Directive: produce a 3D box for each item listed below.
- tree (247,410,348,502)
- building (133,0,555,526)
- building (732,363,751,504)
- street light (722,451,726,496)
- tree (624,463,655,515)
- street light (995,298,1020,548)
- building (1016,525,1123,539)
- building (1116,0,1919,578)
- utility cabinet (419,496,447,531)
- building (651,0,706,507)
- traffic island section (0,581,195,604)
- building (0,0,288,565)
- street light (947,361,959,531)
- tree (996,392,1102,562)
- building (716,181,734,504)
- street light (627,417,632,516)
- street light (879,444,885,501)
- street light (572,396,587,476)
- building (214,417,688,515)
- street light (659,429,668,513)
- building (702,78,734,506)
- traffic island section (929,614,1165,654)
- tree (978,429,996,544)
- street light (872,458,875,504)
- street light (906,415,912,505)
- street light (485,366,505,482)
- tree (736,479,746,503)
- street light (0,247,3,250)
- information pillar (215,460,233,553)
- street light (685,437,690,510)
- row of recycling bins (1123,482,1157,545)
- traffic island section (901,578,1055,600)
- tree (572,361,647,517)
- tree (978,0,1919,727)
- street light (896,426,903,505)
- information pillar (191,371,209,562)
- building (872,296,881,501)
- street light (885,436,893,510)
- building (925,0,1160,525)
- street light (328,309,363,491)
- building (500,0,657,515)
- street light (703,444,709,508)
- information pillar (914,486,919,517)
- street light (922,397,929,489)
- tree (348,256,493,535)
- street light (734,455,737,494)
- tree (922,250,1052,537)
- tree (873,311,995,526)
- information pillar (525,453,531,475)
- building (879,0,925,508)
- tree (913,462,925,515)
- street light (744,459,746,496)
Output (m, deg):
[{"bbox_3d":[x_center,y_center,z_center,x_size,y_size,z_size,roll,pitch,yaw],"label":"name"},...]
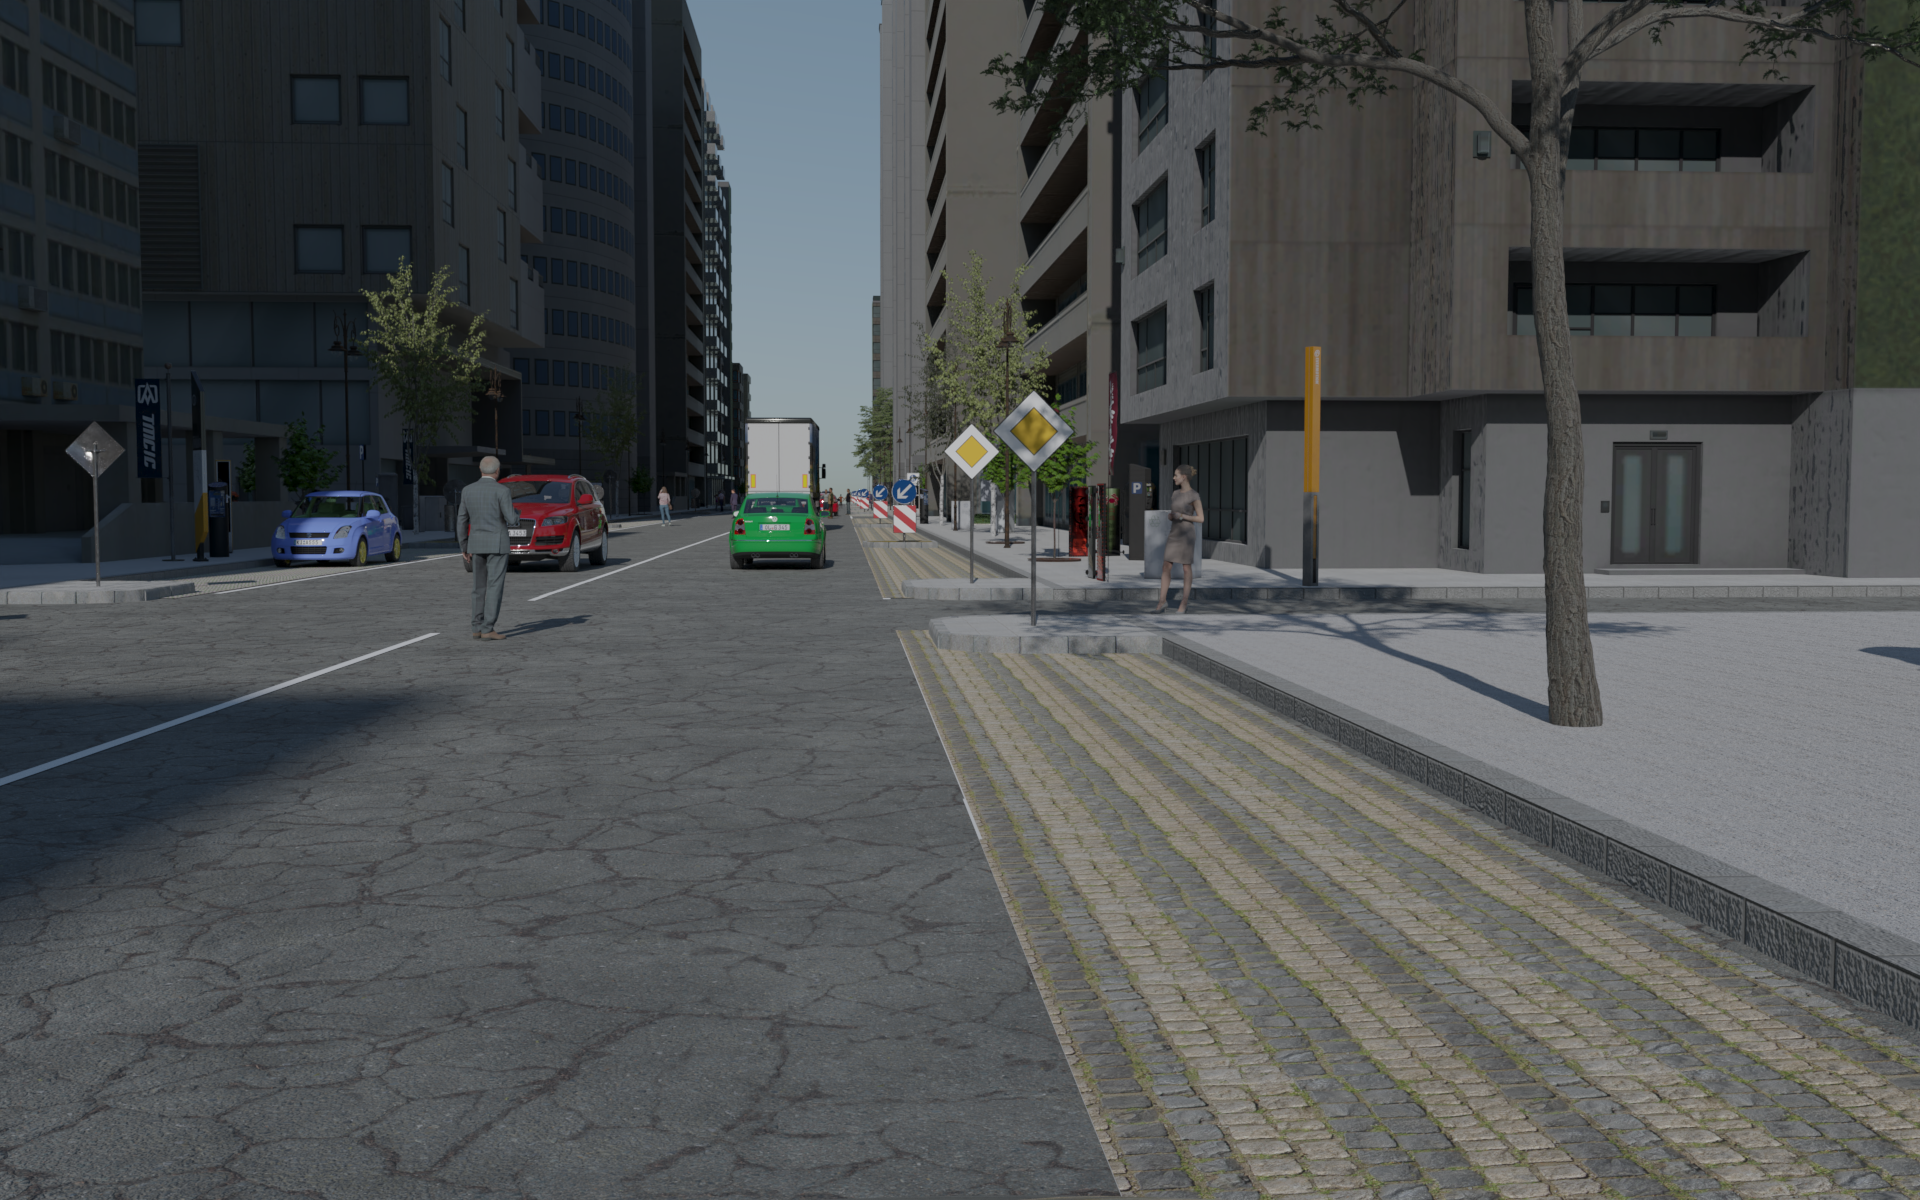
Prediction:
[{"bbox_3d":[-15.112,-2.764,39.794,1.663,3.219,1.824,0,3,0],"label":"tree"},{"bbox_3d":[-33.573,-29.692,74.697,28.713,52.752,27.495,0,4,-4],"label":"building"},{"bbox_3d":[-43.739,-24.244,241.421,27.650,21.520,28.899,0,4,-4],"label":"building"},{"bbox_3d":[-24.934,-12.877,183.325,0.468,5.910,1.993,0,4,-4],"label":"street light"},{"bbox_3d":[-19.881,-6.948,108.208,1.663,3.219,1.824,0,3,0],"label":"tree"},{"bbox_3d":[1.120,-4.172,41.007,0.468,5.910,1.993,0,4,-4],"label":"street light"},{"bbox_3d":[13.610,-26.617,58.883,21.300,48.544,21.600,0,4,-4],"label":"building"},{"bbox_3d":[10.968,-15.941,32.340,14.107,30.474,14.160,0,4,-4],"label":"building"},{"bbox_3d":[-18.320,-3.004,60.277,0.306,1.237,1.020,2,4,29],"label":"utility cabinet"},{"bbox_3d":[-35.387,-32.851,160.820,21.300,48.544,21.600,0,4,-4],"label":"building"},{"bbox_3d":[-11.974,-0.107,24.026,2.009,0.180,2.903,0,4,-4],"label":"traffic island section"},{"bbox_3d":[-32.665,-21.092,36.741,32.217,40.220,23.993,0,4,-4],"label":"building"},{"bbox_3d":[-0.162,-5.349,60.252,0.468,5.910,1.993,0,4,-4],"label":"street light"},{"bbox_3d":[1.932,-2.348,32.989,1.663,3.219,1.824,0,3,0],"label":"tree"},{"bbox_3d":[-36.361,-32.797,219.821,14.154,41.232,14.086,0,4,-4],"label":"building"},{"bbox_3d":[-19.240,-7.822,100.679,0.468,5.910,1.993,0,4,-4],"label":"street light"},{"bbox_3d":[-6.793,-11.240,156.565,0.468,5.910,1.993,0,4,-4],"label":"street light"},{"bbox_3d":[-17.932,-6.665,81.763,0.468,5.910,1.993,0,4,-4],"label":"street light"},{"bbox_3d":[-38.534,-27.257,137.534,32.217,40.220,23.993,0,4,-4],"label":"building"},{"bbox_3d":[-20.579,-9.016,120.206,0.468,5.910,1.993,0,4,-4],"label":"street light"},{"bbox_3d":[-38.307,-35.311,196.940,23.786,49.044,30.456,0,4,-4],"label":"building"},{"bbox_3d":[0.735,0.330,16.886,2.009,0.180,2.903,0,4,-4],"label":"traffic island section"},{"bbox_3d":[1.296,-3.065,44.716,1.663,3.219,1.824,0,3,0],"label":"tree"},{"bbox_3d":[-9.840,-13.909,200.204,0.468,5.910,1.993,0,4,-4],"label":"street light"},{"bbox_3d":[-2.877,-7.749,99.483,0.468,5.910,1.993,0,4,-4],"label":"street light"},{"bbox_3d":[-16.719,-5.487,62.505,0.468,5.910,1.993,0,4,-4],"label":"street light"},{"bbox_3d":[-28.105,-14.121,225.479,1.663,3.219,1.824,0,3,0],"label":"tree"},{"bbox_3d":[-13.957,-3.149,24.279,0.468,5.910,1.993,0,4,-4],"label":"street light"},{"bbox_3d":[-15.904,-2.015,37.438,0.304,2.012,0.304,-1,4,-23],"label":"information pillar"},{"bbox_3d":[-21.886,-10.186,139.324,0.468,5.910,1.993,0,4,-4],"label":"street light"},{"bbox_3d":[5.872,-2.240,43.730,3.534,1.692,1.069,0,4,-1],"label":"row of recycling bins"},{"bbox_3d":[0.189,-0.157,24.852,2.009,0.180,2.903,0,4,-4],"label":"traffic island section"},{"bbox_3d":[-19.202,-8.927,96.325,4.737,8.622,4.395,0,3,0],"label":"tree"},{"bbox_3d":[3.149,-4.594,9.533,7.601,10.594,8.767,2,4,31],"label":"tree"},{"bbox_3d":[-4.111,-8.892,118.165,0.468,5.910,1.993,0,4,-4],"label":"street light"},{"bbox_3d":[-14.413,-2.537,32.830,0.183,3.616,0.504,-3,5,-42],"label":"information pillar"},{"bbox_3d":[-5.778,-29.370,251.894,14.160,30.474,14.107,0,4,-4],"label":"building"},{"bbox_3d":[-5.511,-10.060,137.276,0.468,5.910,1.993,0,4,-4],"label":"street light"},{"bbox_3d":[9.328,-28.472,89.224,21.300,48.544,21.600,0,4,-4],"label":"building"},{"bbox_3d":[-15.351,-4.318,43.391,0.468,5.910,1.993,0,4,-4],"label":"street light"},{"bbox_3d":[-31.887,-34.821,111.315,21.231,58.520,28.212,0,4,-4],"label":"building"},{"bbox_3d":[-23.304,-11.411,159.365,0.468,5.910,1.993,0,4,-4],"label":"street light"},{"bbox_3d":[-2.448,-5.666,97.125,0.304,2.012,0.304,-1,4,-12],"label":"information pillar"},{"bbox_3d":[-1.575,-6.567,80.164,0.468,5.910,1.993,0,4,-4],"label":"street light"},{"bbox_3d":[-16.987,-6.379,54.654,4.737,8.622,4.395,0,3,0],"label":"tree"},{"bbox_3d":[-26.273,-14.072,202.859,0.468,5.910,1.993,0,4,-4],"label":"street light"},{"bbox_3d":[0.974,-6.210,51.904,4.737,8.622,4.395,0,3,0],"label":"tree"},{"bbox_3d":[-0.680,-7.325,70.133,4.360,8.622,3.978,0,3,0],"label":"tree"},{"bbox_3d":[-24.460,-6.534,98.190,0.183,3.616,0.504,1,4,16],"label":"information pillar"},{"bbox_3d":[1.014,-40.642,206.487,21.231,58.520,28.212,0,4,-4],"label":"building"},{"bbox_3d":[-2.326,-6.690,103.988,1.663,3.219,1.824,0,3,0],"label":"tree"},{"bbox_3d":[-27.572,-15.261,222.296,0.468,5.910,1.993,0,4,-4],"label":"street light"}]
